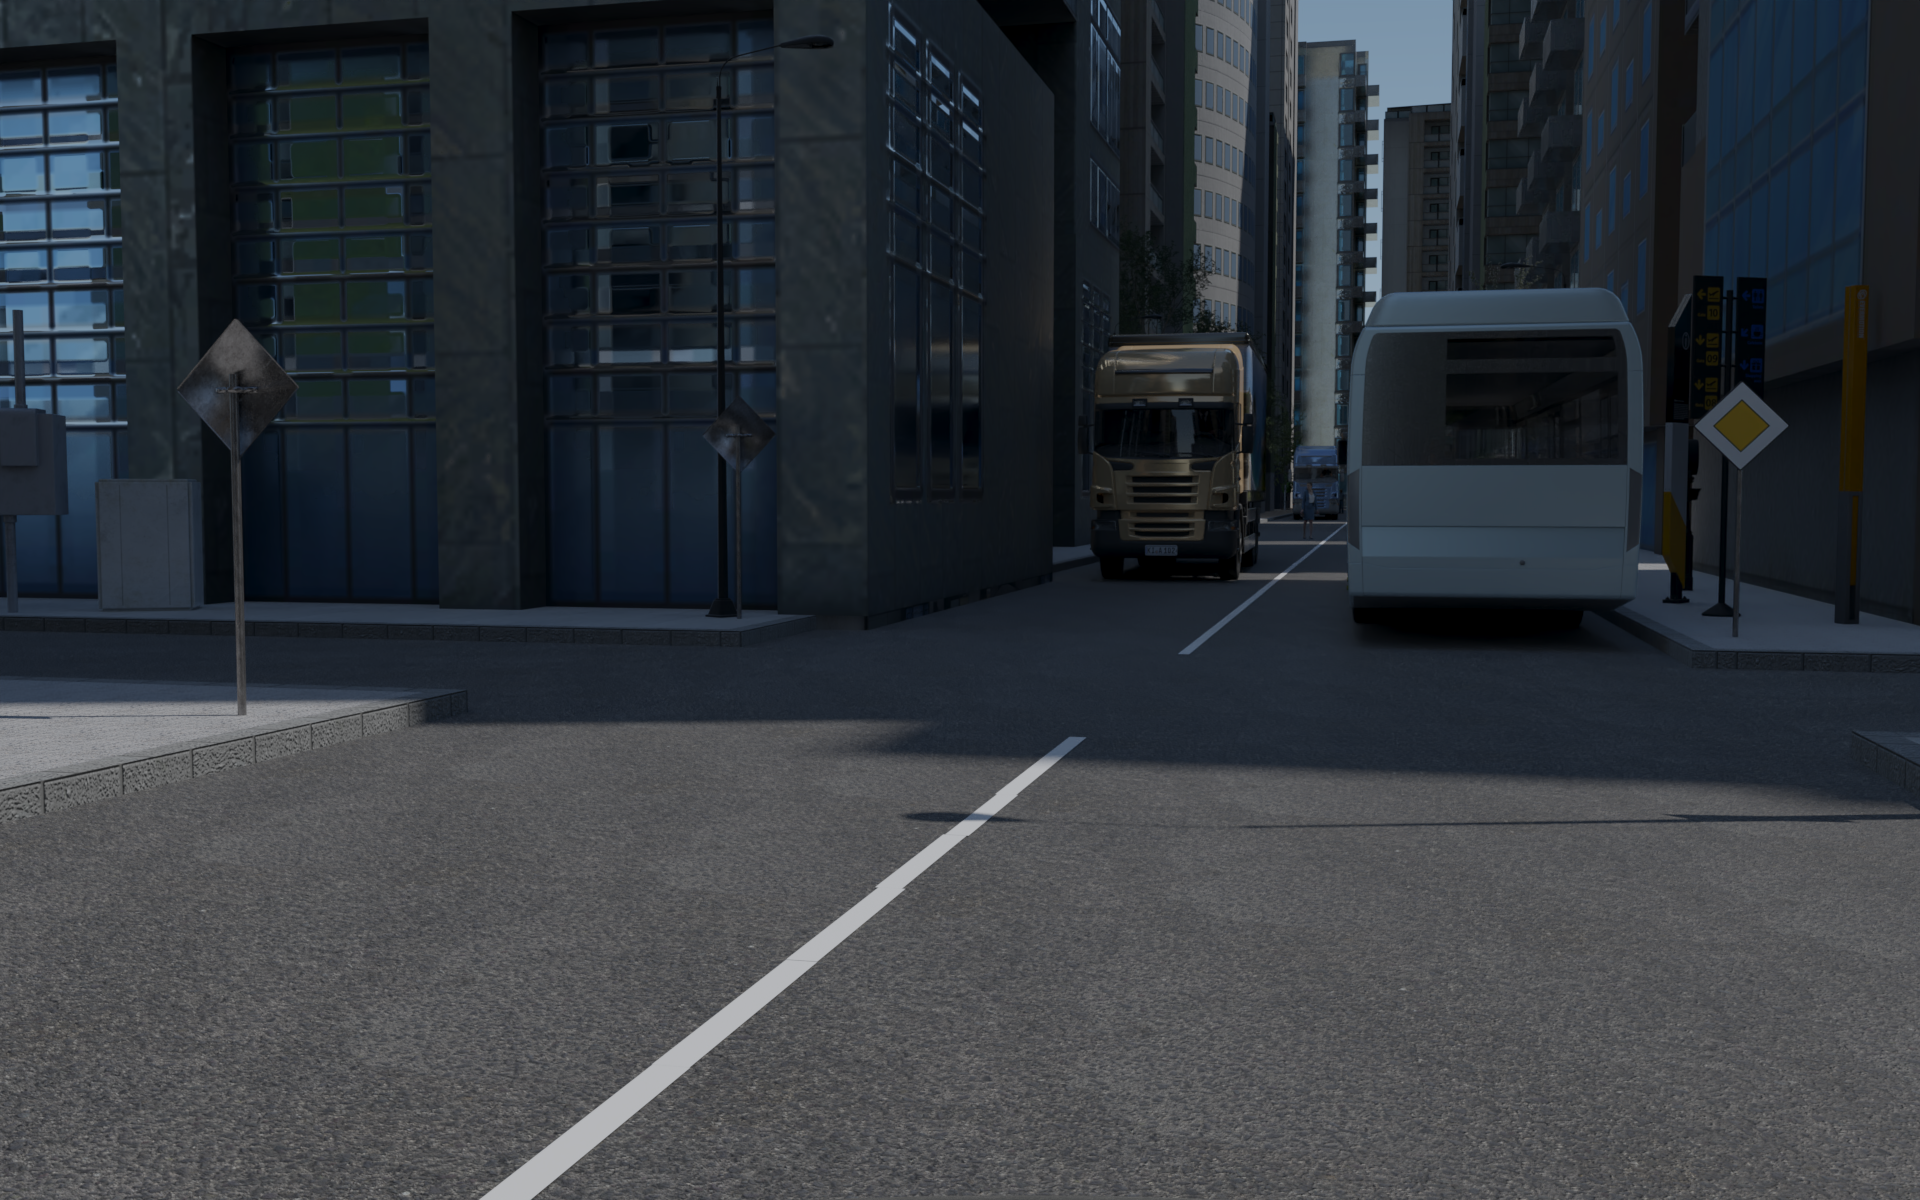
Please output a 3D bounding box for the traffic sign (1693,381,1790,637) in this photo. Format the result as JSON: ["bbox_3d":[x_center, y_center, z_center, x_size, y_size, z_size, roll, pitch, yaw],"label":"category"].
[{"bbox_3d":[6.953,-0.724,15.476,0.795,2.450,0.064,1,4,14],"label":"traffic sign"}]

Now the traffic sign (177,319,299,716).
[{"bbox_3d":[-4.162,-0.388,9.985,0.795,2.450,0.064,1,4,14],"label":"traffic sign"}]

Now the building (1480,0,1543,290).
[{"bbox_3d":[36.505,-19.926,97.497,14.160,30.474,14.107,1,4,14],"label":"building"}]

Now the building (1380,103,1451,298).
[{"bbox_3d":[49.808,-30.099,175.717,14.086,41.232,14.154,1,4,14],"label":"building"}]

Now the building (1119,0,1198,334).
[{"bbox_3d":[2.247,-23.807,72.845,14.154,41.232,14.086,1,4,14],"label":"building"}]

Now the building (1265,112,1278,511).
[{"bbox_3d":[15.673,-21.735,127.076,14.160,30.474,14.107,1,4,14],"label":"building"}]

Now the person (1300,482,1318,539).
[{"bbox_3d":[11.127,-2.855,55.195,0.581,1.822,0.654,0,4,3],"label":"person"}]

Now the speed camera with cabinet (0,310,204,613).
[{"bbox_3d":[-9.488,-1.510,19.025,2.038,3.252,0.660,-1,4,-13],"label":"speed camera with cabinet"}]

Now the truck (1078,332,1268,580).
[{"bbox_3d":[4.283,-2.667,32.511,2.839,4.237,11.283,1,4,12],"label":"truck"}]

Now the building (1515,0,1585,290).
[{"bbox_3d":[34.322,-27.438,68.214,23.786,49.044,30.456,1,4,14],"label":"building"}]

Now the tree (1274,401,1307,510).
[{"bbox_3d":[25.549,-11.395,136.678,4.737,8.622,4.395,0,3,0],"label":"tree"}]

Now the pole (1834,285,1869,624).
[{"bbox_3d":[8.777,-1.419,17.043,0.158,3.312,0.155,0,3,0],"label":"pole"}]

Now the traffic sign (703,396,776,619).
[{"bbox_3d":[-2.266,-0.862,17.743,0.795,2.450,0.064,1,4,14],"label":"traffic sign"}]

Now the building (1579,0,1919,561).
[{"bbox_3d":[22.703,-23.846,39.998,14.600,45.320,14.200,1,4,14],"label":"building"}]

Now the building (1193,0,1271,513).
[{"bbox_3d":[7.466,-34.509,106.219,21.231,58.520,28.212,1,4,14],"label":"building"}]

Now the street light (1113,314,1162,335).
[{"bbox_3d":[4.542,-4.435,45.049,1.470,5.913,1.316,1,4,14],"label":"street light"}]

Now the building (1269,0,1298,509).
[{"bbox_3d":[19.389,-43.868,155.493,20.611,71.187,20.563,1,4,14],"label":"building"}]

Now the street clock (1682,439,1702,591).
[{"bbox_3d":[9.647,-1.127,22.998,0.358,2.002,0.471,1,4,17],"label":"street clock"}]

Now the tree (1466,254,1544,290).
[{"bbox_3d":[17.123,-6.290,53.196,4.360,8.622,3.978,0,3,0],"label":"tree"}]

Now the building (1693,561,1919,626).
[{"bbox_3d":[17.243,-22.599,19.605,14.200,45.320,14.600,1,4,14],"label":"building"}]

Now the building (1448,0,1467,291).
[{"bbox_3d":[54.796,-33.878,143.139,28.713,52.752,27.495,1,4,14],"label":"building"}]

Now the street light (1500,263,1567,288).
[{"bbox_3d":[11.540,-3.809,34.818,1.470,5.913,1.316,1,4,14],"label":"street light"}]

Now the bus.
[{"bbox_3d":[6.270,-1.666,22.097,2.948,3.499,13.247,1,4,13],"label":"bus"}]

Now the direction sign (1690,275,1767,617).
[{"bbox_3d":[8.015,-1.598,18.127,0.876,3.537,0.379,-1,4,-15],"label":"direction sign"}]

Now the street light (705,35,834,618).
[{"bbox_3d":[-1.955,-2.769,17.813,1.470,5.913,1.316,1,4,14],"label":"street light"}]

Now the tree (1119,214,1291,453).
[{"bbox_3d":[6.166,-7.591,58.529,7.601,10.594,8.767,-1,4,-9],"label":"tree"}]

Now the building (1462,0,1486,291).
[{"bbox_3d":[44.993,-35.149,116.691,21.231,58.520,28.212,1,4,14],"label":"building"}]

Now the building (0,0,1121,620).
[{"bbox_3d":[-8.137,-44.071,33.232,22.319,86.520,31.000,1,4,14],"label":"building"}]

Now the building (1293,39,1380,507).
[{"bbox_3d":[29.084,-34.632,185.834,30.456,49.044,23.786,1,4,14],"label":"building"}]

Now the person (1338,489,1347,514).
[{"bbox_3d":[27.970,-7.253,127.163,0.705,1.814,1.350,-3,5,-43],"label":"person"}]

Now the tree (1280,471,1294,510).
[{"bbox_3d":[26.596,-8.936,140.704,1.663,3.219,1.824,0,3,0],"label":"tree"}]

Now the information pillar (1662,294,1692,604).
[{"bbox_3d":[8.387,-1.768,20.256,0.183,3.616,0.504,3,5,44],"label":"information pillar"}]

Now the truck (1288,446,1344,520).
[{"bbox_3d":[21.071,-6.890,102.410,2.967,4.110,18.799,1,4,12],"label":"truck"}]
